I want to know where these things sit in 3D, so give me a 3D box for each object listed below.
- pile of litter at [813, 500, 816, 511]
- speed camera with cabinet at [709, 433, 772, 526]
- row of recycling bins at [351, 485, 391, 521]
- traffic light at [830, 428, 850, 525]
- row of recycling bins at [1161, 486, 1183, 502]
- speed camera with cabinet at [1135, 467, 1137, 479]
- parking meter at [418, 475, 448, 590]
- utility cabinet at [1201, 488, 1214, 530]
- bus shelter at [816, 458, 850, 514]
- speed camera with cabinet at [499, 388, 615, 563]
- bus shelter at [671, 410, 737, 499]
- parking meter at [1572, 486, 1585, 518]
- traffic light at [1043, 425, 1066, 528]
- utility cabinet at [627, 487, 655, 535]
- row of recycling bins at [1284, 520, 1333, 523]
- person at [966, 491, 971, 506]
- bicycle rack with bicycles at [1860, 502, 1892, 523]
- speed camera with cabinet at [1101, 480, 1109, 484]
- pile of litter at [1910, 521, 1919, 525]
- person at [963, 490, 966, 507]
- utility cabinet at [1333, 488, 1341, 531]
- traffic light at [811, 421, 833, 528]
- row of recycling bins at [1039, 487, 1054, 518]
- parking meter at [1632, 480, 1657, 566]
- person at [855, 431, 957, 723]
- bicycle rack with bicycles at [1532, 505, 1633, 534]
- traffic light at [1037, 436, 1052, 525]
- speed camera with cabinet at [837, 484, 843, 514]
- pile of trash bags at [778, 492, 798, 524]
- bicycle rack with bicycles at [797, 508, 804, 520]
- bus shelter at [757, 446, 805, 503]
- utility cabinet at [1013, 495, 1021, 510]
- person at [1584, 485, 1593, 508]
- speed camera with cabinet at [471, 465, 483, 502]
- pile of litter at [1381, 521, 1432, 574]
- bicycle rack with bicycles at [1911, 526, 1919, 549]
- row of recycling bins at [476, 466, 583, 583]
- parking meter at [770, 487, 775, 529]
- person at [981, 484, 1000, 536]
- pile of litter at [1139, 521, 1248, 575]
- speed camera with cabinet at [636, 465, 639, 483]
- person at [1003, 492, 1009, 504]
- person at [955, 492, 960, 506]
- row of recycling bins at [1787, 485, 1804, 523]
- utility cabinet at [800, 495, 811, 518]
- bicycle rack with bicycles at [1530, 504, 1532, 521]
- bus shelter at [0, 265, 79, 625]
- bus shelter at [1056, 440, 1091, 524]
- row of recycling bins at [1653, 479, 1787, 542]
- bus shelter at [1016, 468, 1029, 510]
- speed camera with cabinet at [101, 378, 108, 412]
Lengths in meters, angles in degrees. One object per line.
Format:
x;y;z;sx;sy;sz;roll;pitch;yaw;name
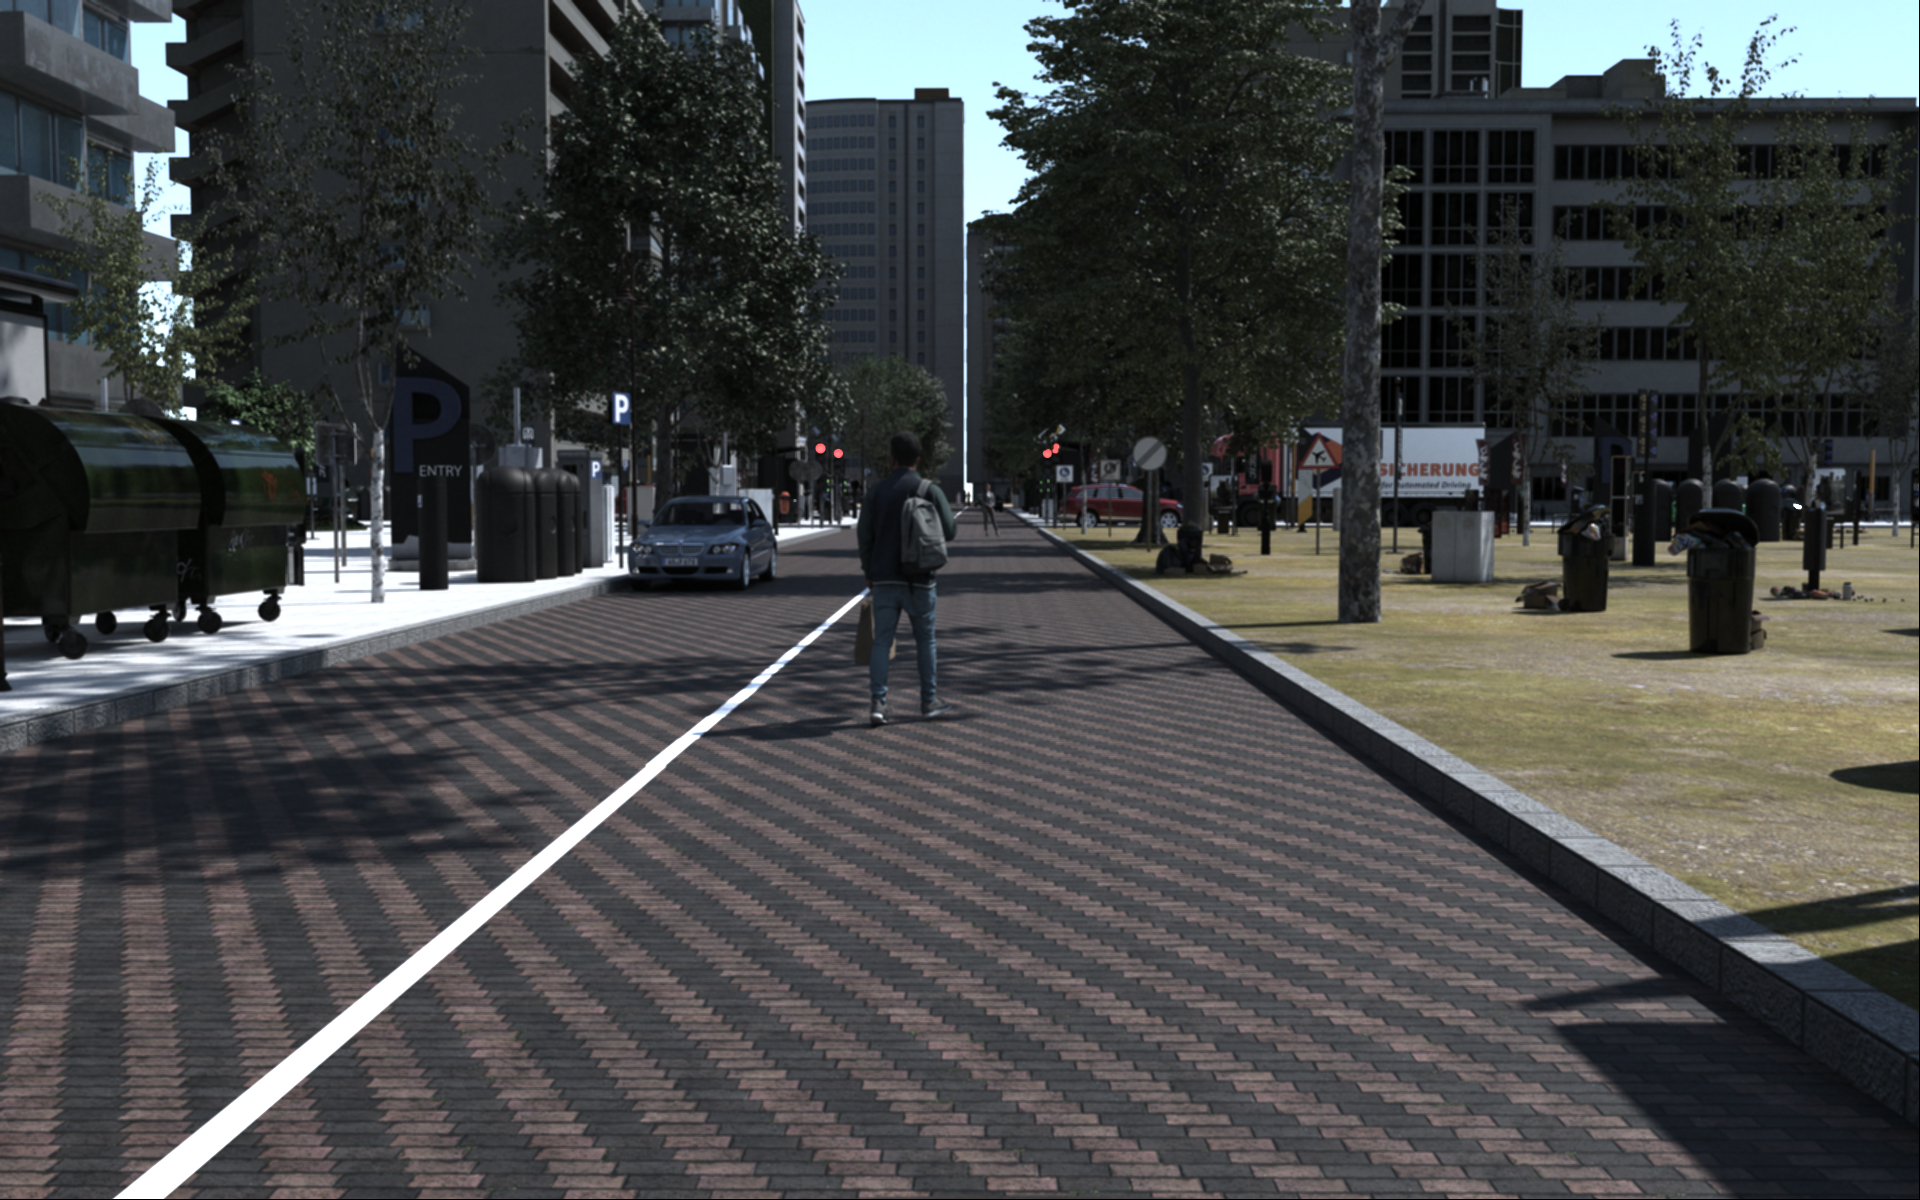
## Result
-11.053;-7.131;130.551;1.719;0.858;1.176;3;4;39;pile of litter
-7.090;-3.776;56.067;2.038;3.252;0.660;-3;4;-38;speed camera with cabinet
-28.713;-4.689;83.786;3.534;1.692;1.069;2;4;33;row of recycling bins
-5.068;-5.131;72.816;0.839;4.253;0.868;0;4;1;traffic light
10.684;-5.000;88.866;3.534;1.692;1.069;3;5;44;row of recycling bins
12.569;-7.960;124.479;0.660;3.252;2.038;2;4;28;speed camera with cabinet
-7.064;-0.905;23.216;0.372;1.533;0.369;0;3;0;parking meter
8.647;-3.182;60.711;0.318;1.500;1.173;0;4;-1;utility cabinet
-8.357;-7.539;114.553;1.731;3.624;6.357;0;4;1;bus shelter
-7.538;-2.329;32.414;2.038;3.252;0.660;0;4;3;speed camera with cabinet
-9.343;-5.110;61.180;2.179;5.291;8.768;0;4;1;bus shelter
20.516;-2.999;57.442;0.372;1.533;0.369;0;3;0;parking meter
3.539;-4.637;64.735;0.839;4.253;0.868;0;4;1;traffic light
-9.676;-2.711;53.007;1.173;1.500;0.318;3;4;37;utility cabinet
15.962;-4.226;76.201;3.534;1.692;1.069;2;4;31;row of recycling bins
0.963;-11.769;200.856;0.705;1.831;1.348;-2;4;-35;person
40.510;-3.919;77.464;2.925;0.926;2.852;-1;4;-21;bicycle rack with bicycles
9.066;-6.762;104.886;0.660;3.252;2.038;-1;4;-13;speed camera with cabinet
40.221;-3.566;72.262;1.719;0.858;1.176;-2;4;-29;pile of litter
0.528;-11.616;198.058;0.705;1.869;1.348;0;4;1;person
13.469;-3.127;59.804;1.173;1.500;0.318;-1;4;-15;utility cabinet
-5.172;-4.643;64.831;0.839;4.253;0.868;0;4;1;traffic light
4.846;-5.327;94.208;1.069;1.692;3.534;0;4;6;row of recycling bins
12.259;-1.383;31.021;0.372;1.533;0.369;0;3;0;parking meter
-0.392;-0.144;10.844;0.794;1.824;0.713;2;4;25;person
20.626;-2.602;55.917;2.925;0.926;2.852;-3;5;-41;bicycle rack with bicycles
3.643;-5.125;72.719;0.839;4.253;0.868;0;4;1;traffic light
-7.868;-7.079;110.079;0.660;3.252;2.038;-2;4;-24;speed camera with cabinet
-7.858;-3.966;74.603;1.912;1.369;3.447;-1;4;-19;pile of trash bags
-9.159;-4.234;82.600;2.925;0.926;2.852;1;4;12;bicycle rack with bicycles
-8.957;-5.868;87.221;1.731;3.624;6.357;0;4;1;bus shelter
4.881;-8.074;143.174;1.020;1.237;0.306;2;4;33;utility cabinet
24.548;-3.579;67.008;0.794;1.824;0.713;-3;4;-38;person
-13.400;-3.323;48.662;2.038;3.252;0.660;3;5;40;speed camera with cabinet
7.675;-0.868;28.158;1.719;0.858;1.176;2;4;28;pile of litter
23.601;-1.650;40.352;2.852;0.926;2.925;-1;4;-15;bicycle rack with bicycles
-6.550;-1.196;26.665;1.069;1.692;3.534;0;4;2;row of recycling bins
-6.984;-3.399;63.988;0.372;1.533;0.369;0;3;0;parking meter
1.031;-3.080;59.135;0.520;1.790;0.573;-3;5;-39;person
3.867;-0.851;27.872;1.719;0.858;1.176;-1;4;-10;pile of litter
-21.965;-7.551;117.794;0.660;3.252;2.038;1;4;9;speed camera with cabinet
6.059;-13.407;228.416;0.721;1.735;1.217;-3;5;-44;person
-0.214;-12.394;211.805;0.621;1.740;0.551;3;5;40;person
37.018;-4.257;76.721;1.069;1.692;3.534;-3;4;-37;row of recycling bins
-8.542;-5.074;94.125;1.020;1.237;0.306;1;4;21;utility cabinet
26.855;-4.257;82.988;2.852;0.926;2.925;1;4;18;bicycle rack with bicycles
-9.782;-2.141;12.644;2.179;5.291;8.768;0;4;1;bus shelter
4.893;-5.292;77.805;1.731;3.624;6.357;0;4;1;bus shelter
20.440;-2.453;47.213;3.534;1.692;1.069;1;4;16;row of recycling bins
5.485;-8.770;137.315;2.014;3.302;5.546;0;4;1;bus shelter
-14.882;-2.116;28.935;0.660;3.252;2.038;3;5;41;speed camera with cabinet
